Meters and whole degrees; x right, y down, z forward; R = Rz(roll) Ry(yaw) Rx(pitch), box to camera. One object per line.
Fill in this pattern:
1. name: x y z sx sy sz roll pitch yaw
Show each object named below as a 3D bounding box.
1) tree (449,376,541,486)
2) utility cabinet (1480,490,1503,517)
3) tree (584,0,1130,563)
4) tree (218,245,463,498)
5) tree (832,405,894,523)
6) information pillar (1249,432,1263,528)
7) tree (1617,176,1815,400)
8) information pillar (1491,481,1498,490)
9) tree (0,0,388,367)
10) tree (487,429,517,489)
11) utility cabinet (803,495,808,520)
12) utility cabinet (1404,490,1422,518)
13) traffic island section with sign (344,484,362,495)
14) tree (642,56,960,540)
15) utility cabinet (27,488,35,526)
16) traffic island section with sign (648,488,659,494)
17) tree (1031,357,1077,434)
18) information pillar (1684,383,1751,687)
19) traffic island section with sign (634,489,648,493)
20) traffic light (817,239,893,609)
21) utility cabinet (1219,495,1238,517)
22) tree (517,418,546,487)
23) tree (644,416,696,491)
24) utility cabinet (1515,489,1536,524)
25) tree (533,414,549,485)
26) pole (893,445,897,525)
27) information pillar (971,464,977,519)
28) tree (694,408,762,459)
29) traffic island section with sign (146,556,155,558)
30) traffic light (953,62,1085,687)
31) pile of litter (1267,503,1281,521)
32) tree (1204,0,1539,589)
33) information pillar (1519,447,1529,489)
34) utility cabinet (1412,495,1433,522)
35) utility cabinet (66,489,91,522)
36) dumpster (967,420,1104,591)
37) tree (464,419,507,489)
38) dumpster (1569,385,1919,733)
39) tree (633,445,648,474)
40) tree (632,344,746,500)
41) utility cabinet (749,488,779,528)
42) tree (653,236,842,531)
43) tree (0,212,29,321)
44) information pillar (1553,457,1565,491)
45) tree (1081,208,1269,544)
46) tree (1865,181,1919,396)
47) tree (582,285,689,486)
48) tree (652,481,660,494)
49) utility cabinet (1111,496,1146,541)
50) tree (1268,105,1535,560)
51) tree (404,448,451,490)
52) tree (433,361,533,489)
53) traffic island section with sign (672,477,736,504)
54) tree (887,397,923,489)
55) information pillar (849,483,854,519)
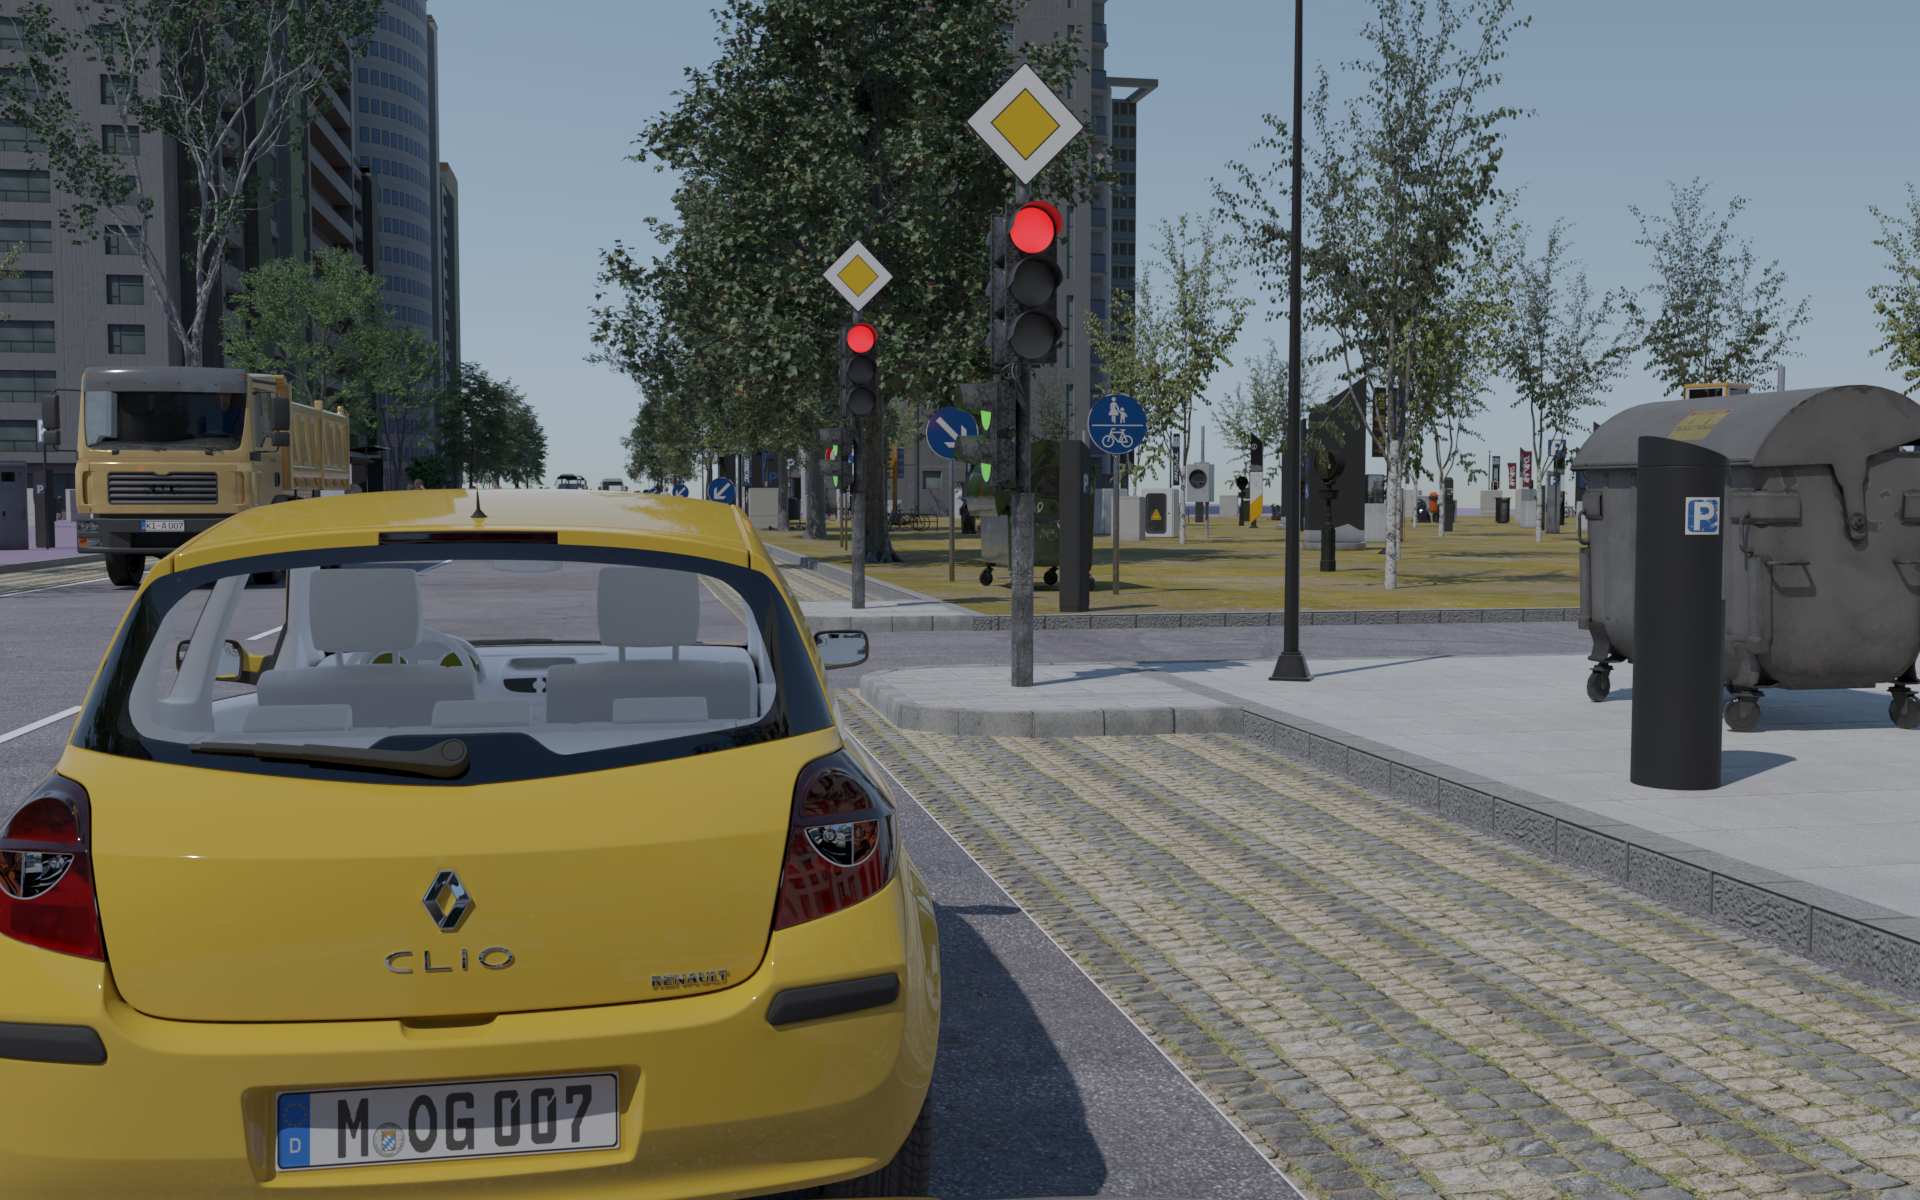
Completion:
1. tree: -49.988 -17.115 186.491 9.857 13.997 8.962 0 3 0
2. utility cabinet: 29.558 -5.363 96.364 1.173 1.500 0.318 1 4 16
3. tree: -1.626 -7.050 32.273 9.611 12.733 9.660 0 3 0
4. tree: -26.683 -8.913 71.483 9.928 11.665 9.643 0 3 0
5. tree: -5.183 -7.753 77.126 4.360 8.622 3.978 0 3 0
6. information pillar: 11.119 -4.503 64.986 0.504 3.616 0.183 2 4 28
7. tree: 17.240 -5.487 40.070 4.360 8.622 3.978 0 3 0
8. information pillar: 30.633 -5.799 99.309 0.304 2.012 0.304 0 4 -7
9. tree: -23.912 -11.931 50.954 12.611 20.169 13.585 0 3 0
10. tree: -32.790 -10.702 100.741 9.928 11.665 9.643 0 3 0
11. utility cabinet: -7.456 -4.677 87.627 1.020 1.237 0.306 -3 5 -44
12. utility cabinet: 24.133 -5.139 92.700 0.318 1.500 1.173 -3 5 -43
13. traffic island section with sign: -23.081 -3.503 65.903 1.989 1.847 2.006 -1 4 -11
14. tree: -4.109 -8.694 48.797 9.857 13.997 8.962 0 3 0
15. utility cabinet: -36.216 -3.642 68.224 1.173 1.500 0.318 2 4 28
16. traffic island section with sign: -11.130 -3.642 68.180 1.989 1.847 2.006 -1 4 -11
17. tree: 4.468 -8.744 93.334 4.360 8.622 3.978 0 3 0
18. information pillar: 5.065 -0.437 11.640 0.304 2.012 0.304 -3 4 -38
19. traffic island section with sign: -26.159 -8.274 143.905 1.989 1.847 2.006 -1 4 -11
20. traffic light: -1.157 -1.857 19.289 0.839 4.253 0.868 -1 4 -11
21. utility cabinet: 15.187 -5.299 97.804 1.020 1.237 0.306 1 4 20
22. tree: -58.519 -18.463 227.623 9.928 11.665 9.643 0 3 0
23. tree: -22.150 -11.339 135.761 4.360 8.622 3.978 0 3 0
24. utility cabinet: 23.926 -3.952 73.293 1.173 1.500 0.318 -3 5 -42
25. tree: -59.659 -19.531 237.461 7.486 12.596 7.792 0 3 0
26. pole: -2.689 -4.752 71.535 0.158 3.312 0.155 0 3 0
27. information pillar: 0.811 -6.075 90.676 0.504 3.616 0.183 0 4 5
28. tree: -12.082 -8.576 90.572 4.737 8.622 4.395 0 3 0
29. traffic island section with sign: -17.821 -1.881 39.380 1.989 1.847 2.006 -1 4 -11
30. traffic light: 0.397 -1.378 11.456 0.839 4.253 0.868 -1 4 -11
31. pile of litter: 15.587 -4.308 84.397 1.176 0.858 1.719 0 4 -4
32. tree: 5.741 -4.471 23.470 4.360 8.622 3.978 0 3 0
33. information pillar: 27.969 -5.783 85.903 0.504 3.616 0.183 3 5 41
34. utility cabinet: 21.596 -4.251 80.673 1.020 1.237 0.306 -1 4 -16
35. utility cabinet: -40.486 -4.341 79.661 0.318 1.500 1.173 2 4 26
36. dumpster: 1.007 -1.280 23.422 1.502 2.255 1.985 -1 4 -11
37. tree: -43.161 -12.637 156.974 4.360 8.622 3.978 0 3 0
38. dumpster: 4.575 -0.262 10.049 1.264 1.857 1.865 -1 4 -11
39. tree: -41.296 -19.046 237.155 9.928 11.665 9.643 0 3 0
40. tree: -14.620 -10.088 99.347 8.767 10.594 7.601 0 4 -6
41. utility cabinet: -7.230 -3.398 64.237 1.173 1.500 0.318 -1 4 -16
42. tree: -6.408 -8.613 58.957 7.486 12.596 7.792 0 3 0
43. tree: -18.571 -4.845 29.578 4.737 8.622 4.395 0 3 0
44. information pillar: 25.819 -5.093 74.622 0.504 3.616 0.183 1 4 21
45. tree: 5.531 -5.750 44.383 4.737 8.622 4.395 0 3 0
46. tree: 22.978 -5.500 40.295 4.737 8.622 4.395 0 3 0
47. tree: -26.465 -18.141 152.494 12.611 20.169 13.585 0 3 0
48. tree: -39.283 -14.099 225.113 1.663 3.219 1.824 0 3 0
49. utility cabinet: 4.683 -2.262 48.140 1.020 1.237 0.306 3 5 44
50. tree: 8.779 -5.090 33.582 4.737 8.622 4.395 0 3 0
51. tree: -37.478 -8.465 122.116 4.285 4.588 4.351 0 3 0
52. tree: -41.416 -14.046 147.771 7.486 12.596 7.792 0 3 0
53. traffic island section with sign: -5.888 -2.025 41.738 1.989 1.847 2.006 -1 4 -11
54. tree: -4.140 -8.734 93.169 4.737 8.622 4.395 0 3 0
55. information pillar: -5.613 -5.232 90.036 0.304 2.012 0.304 0 3 0
